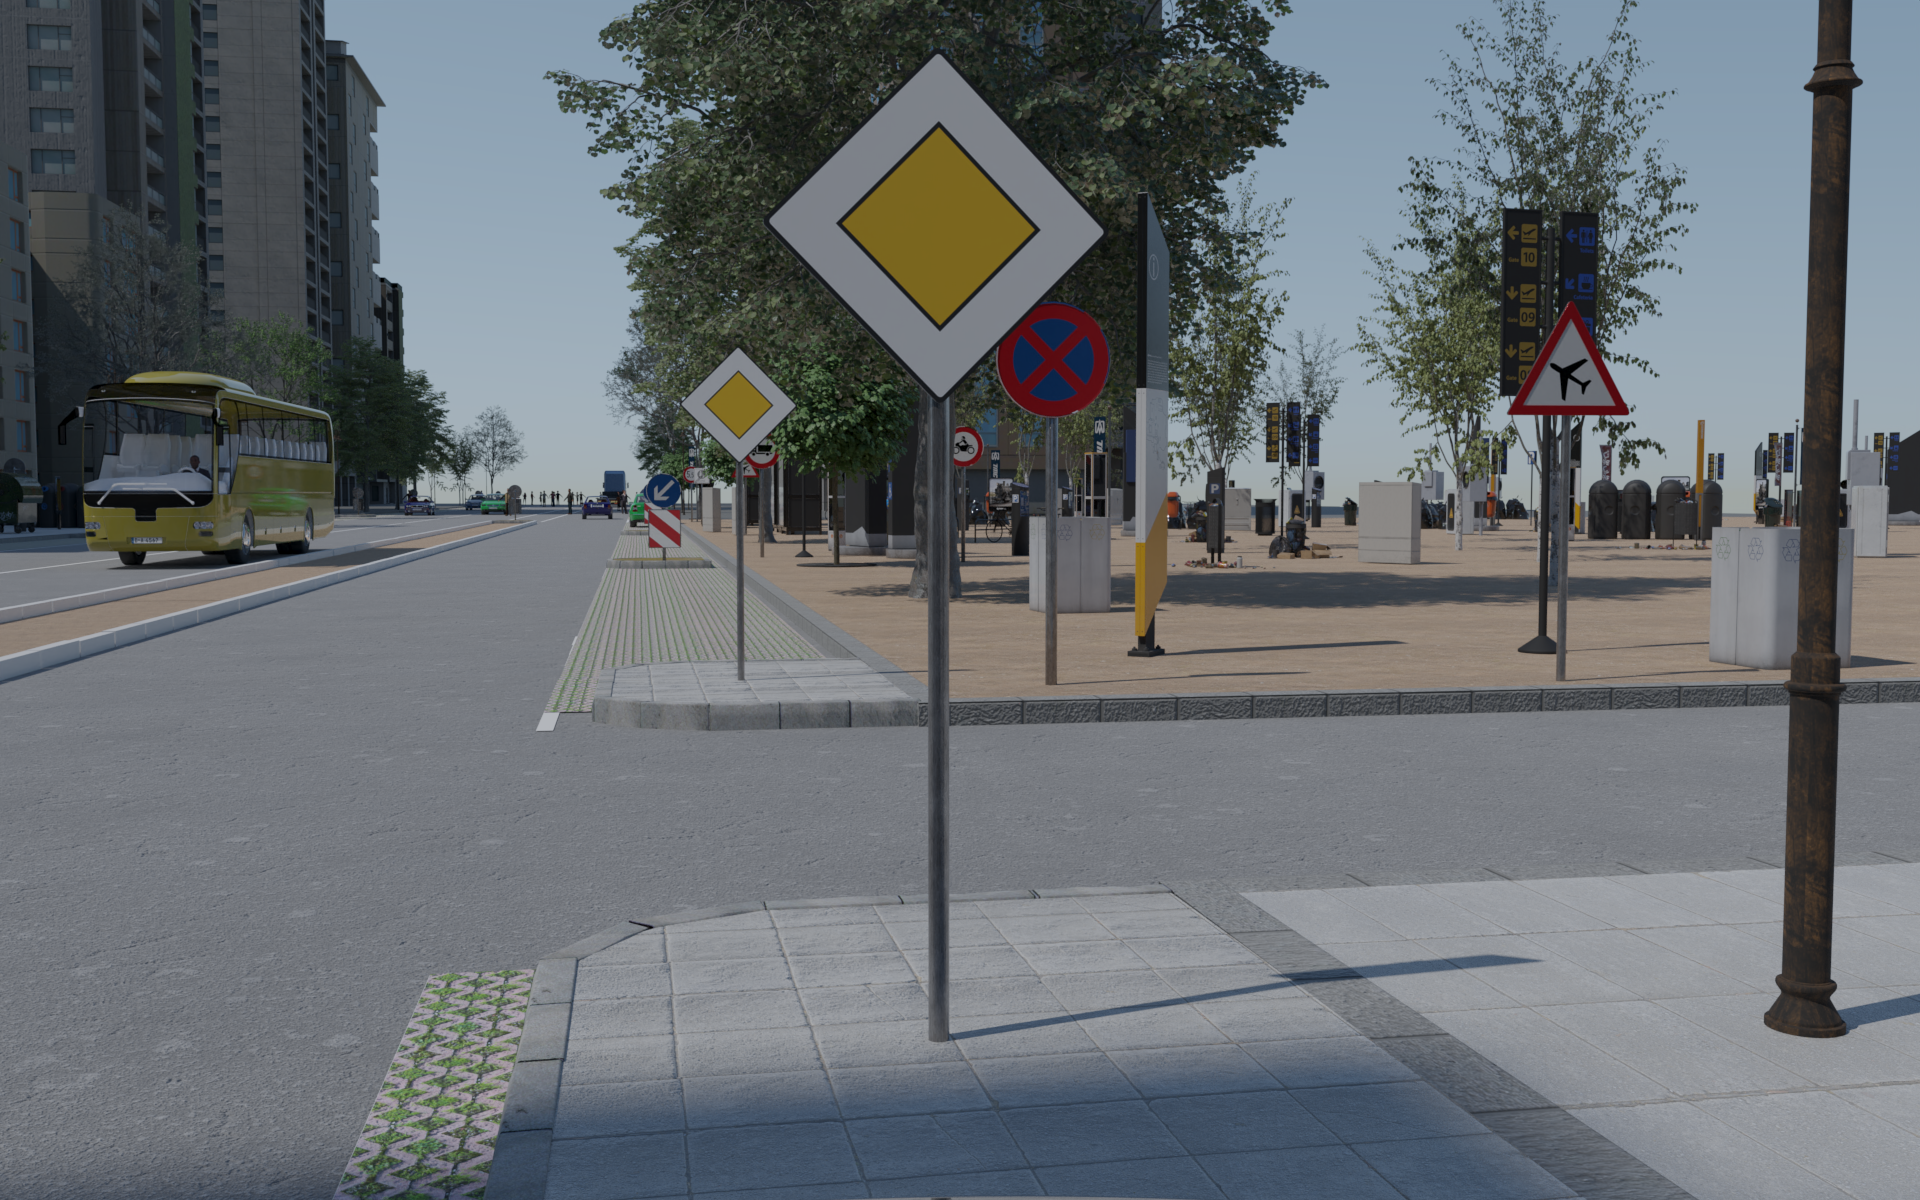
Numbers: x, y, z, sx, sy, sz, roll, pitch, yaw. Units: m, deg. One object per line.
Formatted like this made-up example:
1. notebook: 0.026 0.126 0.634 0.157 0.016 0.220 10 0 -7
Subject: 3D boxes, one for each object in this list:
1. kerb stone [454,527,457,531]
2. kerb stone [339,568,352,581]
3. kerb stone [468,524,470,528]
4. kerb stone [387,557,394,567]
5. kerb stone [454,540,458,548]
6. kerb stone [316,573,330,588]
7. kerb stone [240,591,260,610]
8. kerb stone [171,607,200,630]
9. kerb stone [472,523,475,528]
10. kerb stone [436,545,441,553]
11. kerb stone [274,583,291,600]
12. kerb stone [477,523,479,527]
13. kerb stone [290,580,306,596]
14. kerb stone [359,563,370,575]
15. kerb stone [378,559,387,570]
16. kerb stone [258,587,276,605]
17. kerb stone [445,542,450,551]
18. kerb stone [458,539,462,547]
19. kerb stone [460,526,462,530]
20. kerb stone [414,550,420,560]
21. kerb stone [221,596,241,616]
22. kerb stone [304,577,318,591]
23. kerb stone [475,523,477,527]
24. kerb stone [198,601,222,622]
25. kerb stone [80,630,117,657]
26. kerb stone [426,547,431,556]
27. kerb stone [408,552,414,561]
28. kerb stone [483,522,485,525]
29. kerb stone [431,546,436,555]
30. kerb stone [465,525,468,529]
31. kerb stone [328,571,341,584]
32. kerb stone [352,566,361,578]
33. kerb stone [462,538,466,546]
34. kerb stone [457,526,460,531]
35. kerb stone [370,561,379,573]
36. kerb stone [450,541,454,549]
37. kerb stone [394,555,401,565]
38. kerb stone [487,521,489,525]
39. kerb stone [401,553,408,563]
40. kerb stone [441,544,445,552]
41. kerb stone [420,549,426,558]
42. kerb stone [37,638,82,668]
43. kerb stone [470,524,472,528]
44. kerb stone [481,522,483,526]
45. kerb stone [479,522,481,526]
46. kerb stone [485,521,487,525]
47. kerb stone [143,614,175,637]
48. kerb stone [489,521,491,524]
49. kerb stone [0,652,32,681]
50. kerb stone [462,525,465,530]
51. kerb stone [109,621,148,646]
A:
1. kerb stone: -19.288 -2.658 65.667 0.120 0.150 1.000 -1 4 -10
2. kerb stone: -10.306 -0.404 28.811 0.120 0.150 1.000 -1 4 -10
3. kerb stone: -20.230 -2.968 70.717 0.120 0.150 1.000 -1 4 -10
4. kerb stone: -11.242 -0.712 33.843 0.120 0.150 1.000 -1 4 -10
5. kerb stone: -13.493 -1.453 45.946 0.120 0.150 1.000 -1 4 -10
6. kerb stone: -9.937 -0.279 26.792 0.120 0.150 1.000 -1 4 -10
7. kerb stone: -8.996 0.027 21.749 0.120 0.150 1.000 -1 4 -10
8. kerb stone: -8.434 0.213 18.721 0.120 0.150 1.000 -1 4 -10
9. kerb stone: -20.590 -3.089 72.735 0.120 0.150 1.000 -1 4 -10
10. kerb stone: -12.740 -1.201 41.916 0.120 0.150 1.000 -1 4 -10
11. kerb stone: -9.371 -0.096 23.760 0.120 0.150 1.000 -1 4 -10
12. kerb stone: -20.969 -3.211 74.750 0.120 0.150 1.000 -1 4 -10
13. kerb stone: -9.554 -0.157 24.771 0.120 0.150 1.000 -1 4 -10
14. kerb stone: -10.681 -0.528 30.827 0.120 0.150 1.000 -1 4 -10
15. kerb stone: -11.056 -0.651 32.838 0.120 0.150 1.000 -1 4 -10
16. kerb stone: -9.185 -0.034 22.753 0.120 0.150 1.000 -1 4 -10
17. kerb stone: -13.115 -1.329 43.931 0.120 0.150 1.000 -1 4 -10
18. kerb stone: -13.681 -1.514 46.950 0.120 0.150 1.000 -1 4 -10
19. kerb stone: -19.656 -2.782 67.681 0.120 0.150 1.000 -1 4 -10
20. kerb stone: -11.997 -0.959 37.879 0.120 0.150 1.000 -1 4 -10
21. kerb stone: -8.812 0.089 20.737 0.120 0.150 1.000 -1 4 -10
22. kerb stone: -9.745 -0.219 25.775 0.120 0.150 1.000 -1 4 -10
23. kerb stone: -20.781 -3.153 73.745 0.120 0.150 1.000 -1 4 -10
24. kerb stone: -8.618 0.151 19.734 0.120 0.150 1.000 -1 4 -10
25. kerb stone: -7.880 0.405 15.706 0.120 0.150 1.000 -1 4 -10
26. kerb stone: -12.362 -1.082 39.891 0.120 0.150 1.000 -1 4 -10
27. kerb stone: -11.804 -0.898 36.875 0.120 0.150 1.000 -1 4 -10
28. kerb stone: -21.535 -3.400 77.787 0.120 0.150 1.000 -1 4 -10
29. kerb stone: -12.552 -1.141 40.900 0.120 0.150 1.000 -1 4 -10
30. kerb stone: -20.030 -2.906 69.702 0.120 0.150 1.000 -1 4 -10
31. kerb stone: -10.127 -0.343 27.805 0.120 0.150 1.000 -1 4 -10
32. kerb stone: -10.500 -0.462 29.819 0.120 0.150 1.000 -1 4 -10
33. kerb stone: -13.864 -1.572 47.956 0.120 0.150 1.000 -1 4 -10
34. kerb stone: -19.472 -2.720 66.672 0.120 0.150 1.000 -1 4 -10
35. kerb stone: -10.866 -0.586 31.834 0.120 0.150 1.000 -1 4 -10
36. kerb stone: -13.306 -1.391 44.940 0.120 0.150 1.000 -1 4 -10
37. kerb stone: -11.430 -0.769 34.854 0.120 0.150 1.000 -1 4 -10
38. kerb stone: -21.909 -3.520 79.799 0.120 0.150 1.000 -1 4 -10
39. kerb stone: -11.621 -0.836 35.867 0.120 0.150 1.000 -1 4 -10
40. kerb stone: -12.937 -1.268 42.922 0.120 0.150 1.000 -1 4 -10
41. kerb stone: -12.179 -1.021 38.885 0.120 0.150 1.000 -1 4 -10
42. kerb stone: -7.696 0.458 14.700 0.120 0.150 1.000 -1 4 -10
43. kerb stone: -20.412 -3.029 71.725 0.120 0.150 1.000 -1 4 -10
44. kerb stone: -21.350 -3.338 76.772 0.120 0.150 1.000 -1 4 -10
45. kerb stone: -21.165 -3.274 75.767 0.120 0.150 1.000 -1 4 -10
46. kerb stone: -21.722 -3.462 78.791 0.120 0.150 1.000 -1 4 -10
47. kerb stone: -8.248 0.274 17.716 0.120 0.150 1.000 -1 4 -10
48. kerb stone: -22.099 -3.585 80.810 0.120 0.150 1.000 -1 4 -10
49. kerb stone: -7.499 0.520 13.687 0.120 0.150 1.000 -1 4 -10
50. kerb stone: -19.847 -2.839 68.692 0.120 0.150 1.000 -1 4 -10
51. kerb stone: -8.064 0.337 16.711 0.120 0.150 1.000 -1 4 -10
